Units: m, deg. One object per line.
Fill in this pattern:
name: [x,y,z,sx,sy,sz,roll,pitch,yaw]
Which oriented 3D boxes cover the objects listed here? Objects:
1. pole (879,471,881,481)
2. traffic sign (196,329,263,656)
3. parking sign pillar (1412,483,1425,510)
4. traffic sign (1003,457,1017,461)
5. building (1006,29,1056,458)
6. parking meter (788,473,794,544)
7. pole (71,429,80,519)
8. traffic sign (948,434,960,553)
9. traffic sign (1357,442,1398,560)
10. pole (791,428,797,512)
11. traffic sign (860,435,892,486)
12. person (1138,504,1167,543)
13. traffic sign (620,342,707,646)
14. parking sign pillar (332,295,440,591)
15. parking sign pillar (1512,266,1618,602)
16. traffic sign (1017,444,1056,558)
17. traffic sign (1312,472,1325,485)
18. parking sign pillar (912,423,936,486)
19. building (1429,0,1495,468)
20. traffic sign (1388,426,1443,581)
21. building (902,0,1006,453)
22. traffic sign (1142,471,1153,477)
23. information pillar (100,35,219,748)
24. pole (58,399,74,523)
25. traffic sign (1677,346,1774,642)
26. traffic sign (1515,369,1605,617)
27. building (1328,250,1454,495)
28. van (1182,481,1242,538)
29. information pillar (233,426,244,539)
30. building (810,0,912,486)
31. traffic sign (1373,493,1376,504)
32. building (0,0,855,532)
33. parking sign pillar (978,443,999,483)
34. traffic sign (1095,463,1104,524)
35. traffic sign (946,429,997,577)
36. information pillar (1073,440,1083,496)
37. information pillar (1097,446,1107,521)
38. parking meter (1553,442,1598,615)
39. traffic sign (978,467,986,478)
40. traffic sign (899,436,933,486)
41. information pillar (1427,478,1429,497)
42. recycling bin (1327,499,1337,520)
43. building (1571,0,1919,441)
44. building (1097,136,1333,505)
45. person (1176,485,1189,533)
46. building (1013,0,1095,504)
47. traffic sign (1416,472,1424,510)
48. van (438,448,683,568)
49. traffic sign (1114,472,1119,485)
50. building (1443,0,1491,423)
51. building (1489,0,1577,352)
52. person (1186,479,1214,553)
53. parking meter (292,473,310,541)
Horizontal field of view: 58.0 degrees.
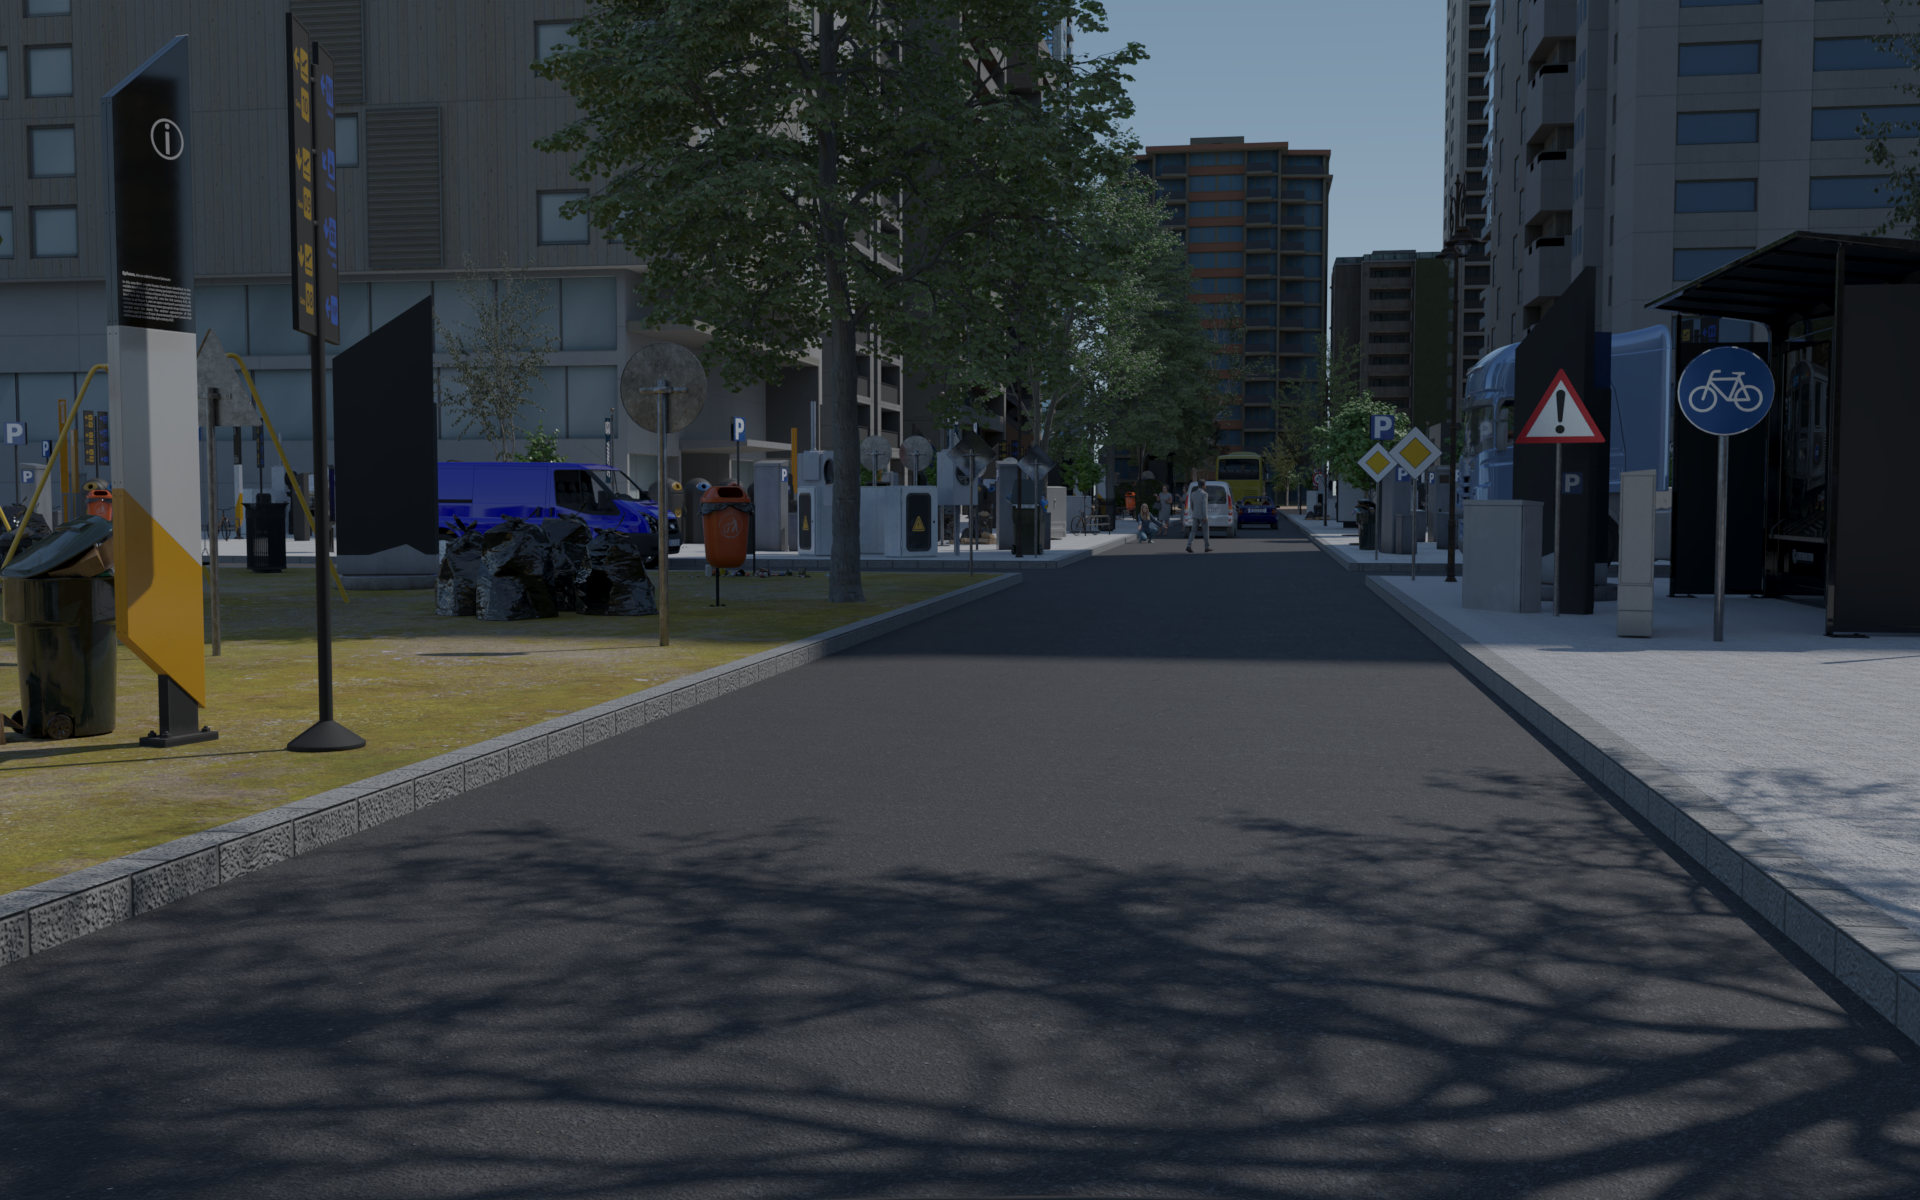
pole: [-3.059,-4.361,65.149,0.158,3.312,0.155,0,3,0]
traffic sign: [-5.897,-0.835,13.664,0.884,2.594,0.081,1,4,14]
parking sign pillar: [19.741,-5.330,75.612,1.447,3.967,1.447,-1,4,-20]
traffic sign: [1.721,-3.662,59.974,0.768,2.556,0.104,1,4,19]
building: [1.321,-31.546,165.883,14.200,45.320,14.600,1,4,10]
parking meter: [-4.365,-2.290,43.154,0.399,1.863,0.255,-3,4,-37]
pole: [-27.884,-3.716,54.601,0.158,3.312,0.155,0,3,0]
traffic sign: [-0.102,-2.313,37.825,0.884,2.594,0.081,1,4,19]
traffic sign: [8.069,-1.827,33.507,0.795,2.450,0.064,1,4,10]
pole: [-5.125,-3.653,53.573,0.158,3.312,0.155,0,3,0]
traffic sign: [-1.852,-2.289,37.530,0.768,2.556,0.104,1,4,16]
person: [5.555,-2.239,50.607,1.012,1.151,0.738,-1,4,-15]
traffic sign: [-2.497,-0.883,14.543,0.768,2.556,0.104,1,4,11]
parking sign pillar: [-7.822,-2.149,23.612,1.447,3.967,1.447,-1,4,-9]
parking sign pillar: [7.360,-2.003,21.217,1.447,3.967,1.447,-1,4,-20]
traffic sign: [1.523,-1.896,34.642,0.795,2.450,0.064,1,4,10]
traffic sign: [20.770,-6.122,100.205,0.768,2.556,0.104,1,4,10]
parking sign pillar: [-1.351,-4.786,66.716,1.447,3.967,1.447,2,4,28]
building: [53.594,-51.059,147.488,22.319,86.520,31.000,1,4,10]
traffic sign: [6.723,-1.345,25.635,0.795,2.450,0.064,1,4,10]
building: [-8.751,-30.563,123.408,21.300,48.544,21.600,1,4,10]
traffic sign: [10.247,-5.785,94.684,0.768,2.556,0.104,1,4,12]
information pillar: [-4.059,-1.064,8.748,0.183,3.616,0.504,2,4,24]
pole: [-19.302,-2.660,37.326,0.158,3.312,0.155,0,3,0]
traffic sign: [6.605,-0.911,15.008,0.768,2.556,0.104,1,4,17]
traffic sign: [6.252,-1.106,18.089,0.884,2.594,0.081,1,4,17]
building: [51.711,-26.685,207.998,14.107,30.474,14.160,1,4,10]
van: [8.357,-3.098,57.671,2.013,2.044,4.112,1,4,11]
information pillar: [-20.449,-3.529,49.058,0.183,3.616,0.504,-3,4,-38]
building: [-16.371,-44.442,164.885,20.611,71.187,20.563,1,4,10]
traffic sign: [11.735,-2.991,49.013,0.768,2.556,0.104,1,4,18]
building: [-19.791,-29.368,69.401,28.713,52.752,27.495,1,4,10]
parking sign pillar: [1.510,-6.151,89.047,1.447,3.967,1.447,-3,5,-41]
traffic sign: [5.576,-4.333,70.947,0.768,2.556,0.104,1,4,15]
traffic sign: [0.177,-1.415,26.771,0.795,2.450,0.064,1,4,10]
information pillar: [4.790,-4.819,70.143,0.504,3.616,0.183,-3,5,-43]
information pillar: [6.423,-5.298,77.977,0.504,3.616,0.183,-2,4,-31]
parking meter: [6.568,-0.783,18.521,0.399,1.863,0.255,3,5,40]
traffic sign: [0.466,-3.389,55.518,0.768,2.556,0.104,1,4,17]
traffic sign: [-0.973,-2.303,37.756,0.768,2.556,0.104,1,4,15]
information pillar: [21.176,-4.505,78.152,0.304,2.012,0.304,1,4,22]
recycling bin: [18.772,-4.551,86.959,0.722,1.027,0.722,2,4,28]
building: [42.803,-33.428,88.551,21.231,58.520,28.212,1,4,10]
building: [31.117,-34.290,215.272,28.867,44.769,22.147,1,4,10]
person: [8.214,-3.366,63.894,0.532,1.782,0.716,-1,4,-16]
building: [1.297,-55.407,218.574,31.000,86.520,22.319,1,4,10]
traffic sign: [17.377,-3.906,65.989,0.606,2.300,0.079,1,4,15]
van: [-7.919,-1.750,32.992,5.245,2.365,2.240,1,4,11]
traffic sign: [7.178,-4.849,81.407,0.606,2.300,0.079,1,4,13]
building: [69.405,-47.033,207.246,20.611,71.187,20.563,1,4,10]
building: [51.816,-32.325,117.755,28.713,52.752,27.495,1,4,10]
person: [5.865,-2.059,42.432,0.850,1.792,0.678,-3,5,-41]
parking meter: [-18.007,-2.545,47.318,0.399,1.863,0.255,1,4,19]
